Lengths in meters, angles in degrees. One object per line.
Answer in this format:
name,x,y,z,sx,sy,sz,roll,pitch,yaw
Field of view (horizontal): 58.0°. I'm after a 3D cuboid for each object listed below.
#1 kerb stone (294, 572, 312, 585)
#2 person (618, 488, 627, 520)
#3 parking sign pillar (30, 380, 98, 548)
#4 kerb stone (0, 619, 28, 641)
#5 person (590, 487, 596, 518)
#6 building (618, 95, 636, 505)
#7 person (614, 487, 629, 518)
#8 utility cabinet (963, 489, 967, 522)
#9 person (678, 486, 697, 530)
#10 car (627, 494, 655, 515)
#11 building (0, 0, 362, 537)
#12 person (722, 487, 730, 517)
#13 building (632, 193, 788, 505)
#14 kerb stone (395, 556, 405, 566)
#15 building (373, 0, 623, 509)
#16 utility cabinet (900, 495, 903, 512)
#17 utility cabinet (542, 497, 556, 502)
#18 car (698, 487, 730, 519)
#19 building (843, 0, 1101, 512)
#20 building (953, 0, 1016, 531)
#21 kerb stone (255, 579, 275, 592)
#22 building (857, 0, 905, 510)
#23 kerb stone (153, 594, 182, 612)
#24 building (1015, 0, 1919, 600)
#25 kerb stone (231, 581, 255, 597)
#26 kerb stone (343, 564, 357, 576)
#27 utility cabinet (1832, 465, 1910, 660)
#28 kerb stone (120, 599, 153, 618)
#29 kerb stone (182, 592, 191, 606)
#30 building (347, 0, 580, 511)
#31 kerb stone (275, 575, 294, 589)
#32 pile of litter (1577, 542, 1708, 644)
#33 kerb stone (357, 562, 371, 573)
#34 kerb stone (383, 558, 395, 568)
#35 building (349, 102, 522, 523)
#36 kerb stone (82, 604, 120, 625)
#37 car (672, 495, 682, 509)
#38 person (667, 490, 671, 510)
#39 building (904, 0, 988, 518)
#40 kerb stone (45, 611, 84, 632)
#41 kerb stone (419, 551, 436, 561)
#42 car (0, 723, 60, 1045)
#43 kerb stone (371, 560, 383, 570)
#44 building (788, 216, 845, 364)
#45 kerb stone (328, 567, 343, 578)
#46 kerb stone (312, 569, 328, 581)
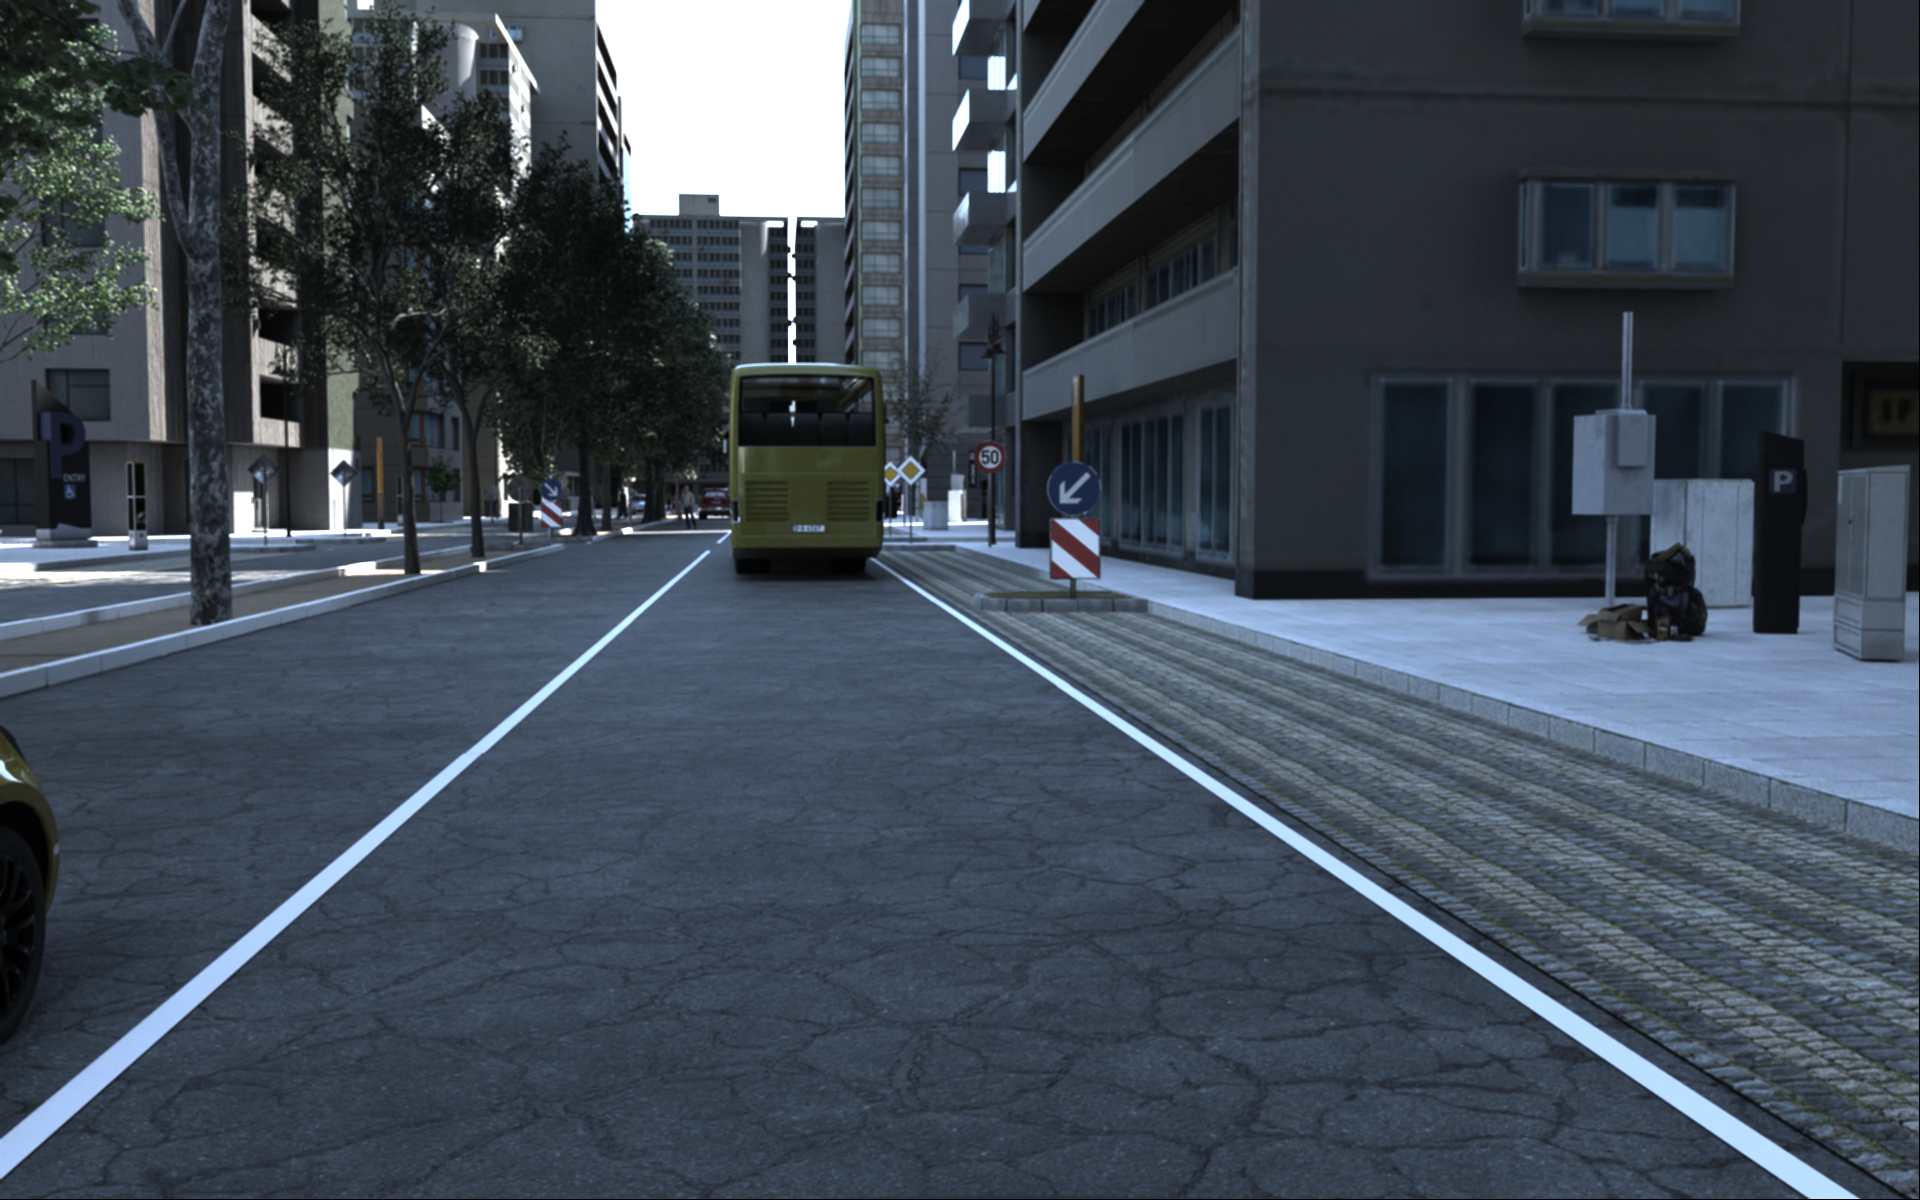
kerb stone,-10.516,-0.322,27.463,0.120,0.150,1.000,0,4,-6
person,-18.838,-5.375,96.799,0.576,1.772,0.534,1,4,17
parking sign pillar,-21.516,-3.244,41.504,1.447,3.967,1.447,1,4,16
kerb stone,-9.428,0.301,17.279,0.120,0.150,1.000,0,4,-6
person,-21.788,-5.732,102.093,0.818,1.842,0.514,0,4,2
building,-43.612,-33.051,190.491,14.200,45.320,14.600,0,4,-6
person,-20.001,-5.732,102.315,0.850,1.850,0.679,0,4,7
utility cabinet,-0.086,-4.364,80.036,0.318,1.500,1.173,-2,4,-25
person,-11.050,-3.728,69.946,0.782,1.767,0.515,1,4,19
car,-21.964,-6.600,119.915,2.014,1.417,4.499,0,4,-5
building,-28.713,-17.426,56.616,14.160,30.474,14.107,0,4,-6
person,-14.504,-6.106,107.701,0.648,1.900,0.474,0,4,-1
building,-33.982,-32.695,226.444,23.993,40.220,32.217,0,4,-6
kerb stone,-11.281,-0.757,34.590,0.120,0.150,1.000,0,4,-6
building,-42.926,-32.728,158.806,21.300,48.544,21.600,0,4,-6
utility cabinet,-3.792,-6.867,123.437,1.020,1.237,0.306,3,4,38
utility cabinet,-27.825,-6.486,117.200,1.020,1.237,0.306,2,4,27
car,-13.947,-5.571,99.758,2.281,1.827,5.304,0,4,-5
building,0.306,-32.880,161.284,21.300,48.544,21.600,0,4,-6
building,14.929,-27.243,65.032,30.456,49.044,23.786,0,4,-6
kerb stone,-10.305,-0.198,25.430,0.120,0.150,1.000,0,4,-6
building,-1.461,-28.097,142.976,14.154,41.232,14.086,0,4,-6
kerb stone,-9.864,0.051,21.354,0.120,0.150,1.000,0,4,-6
building,13.039,-24.916,31.084,21.300,48.544,21.600,0,4,-6
kerb stone,-10.191,-0.135,24.409,0.120,0.150,1.000,0,4,-6
kerb stone,-10.849,-0.505,30.514,0.120,0.150,1.000,0,4,-6
utility cabinet,7.188,-0.308,13.712,0.318,1.500,1.173,1,4,17
kerb stone,-9.754,0.114,20.338,0.120,0.150,1.000,0,4,-6
kerb stone,-9.975,-0.011,22.370,0.120,0.150,1.000,0,4,-6
building,-46.680,-27.099,134.954,32.217,40.220,23.993,0,4,-6
kerb stone,-10.411,-0.250,26.447,0.120,0.150,1.000,0,4,-6
pile of litter,6.120,-0.100,15.593,1.719,0.858,1.176,-3,5,-41
kerb stone,-10.954,-0.571,31.534,0.120,0.150,1.000,0,4,-6
kerb stone,-11.170,-0.696,33.574,0.120,0.150,1.000,0,4,-6
building,-39.083,-14.979,89.939,27.650,21.520,28.899,0,4,-6
kerb stone,-9.651,0.178,19.313,0.120,0.150,1.000,0,4,-6
car,-26.938,-9.508,168.040,1.945,1.354,3.894,0,4,-4
person,-25.663,-8.833,152.929,0.705,1.823,1.348,-1,4,-11
building,7.138,-34.386,104.216,21.231,58.520,28.212,0,4,-6
kerb stone,-9.541,0.245,18.295,0.120,0.150,1.000,0,4,-6
kerb stone,-11.610,-0.938,37.641,0.120,0.150,1.000,0,4,-6
car,-3.209,0.429,3.214,2.015,1.641,3.980,0,4,-5
kerb stone,-11.061,-0.628,32.555,0.120,0.150,1.000,0,4,-6
building,-10.069,-32.819,228.464,23.993,40.220,32.217,0,4,-6
kerb stone,-10.736,-0.447,29.497,0.120,0.150,1.000,0,4,-6
kerb stone,-10.629,-0.383,28.479,0.120,0.150,1.000,0,4,-6
